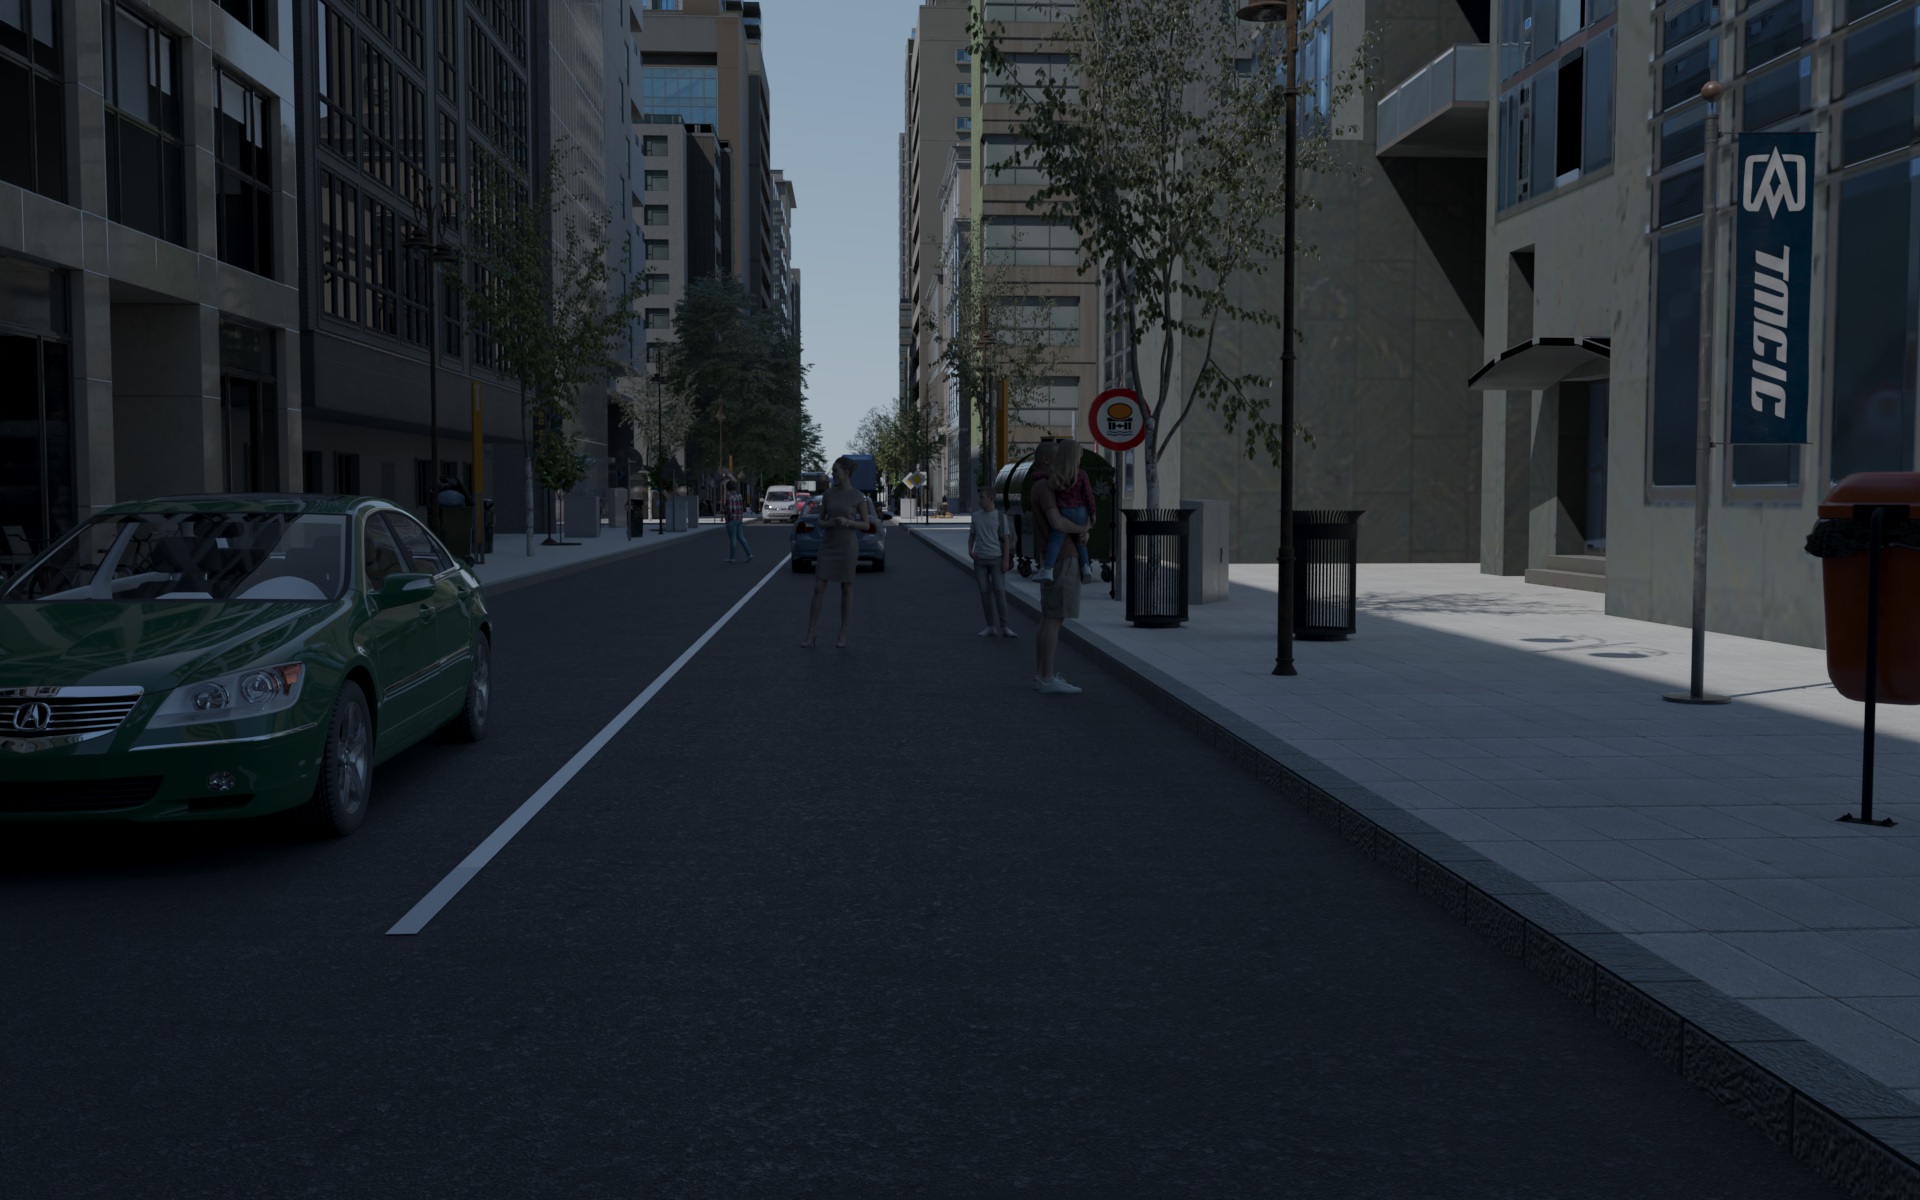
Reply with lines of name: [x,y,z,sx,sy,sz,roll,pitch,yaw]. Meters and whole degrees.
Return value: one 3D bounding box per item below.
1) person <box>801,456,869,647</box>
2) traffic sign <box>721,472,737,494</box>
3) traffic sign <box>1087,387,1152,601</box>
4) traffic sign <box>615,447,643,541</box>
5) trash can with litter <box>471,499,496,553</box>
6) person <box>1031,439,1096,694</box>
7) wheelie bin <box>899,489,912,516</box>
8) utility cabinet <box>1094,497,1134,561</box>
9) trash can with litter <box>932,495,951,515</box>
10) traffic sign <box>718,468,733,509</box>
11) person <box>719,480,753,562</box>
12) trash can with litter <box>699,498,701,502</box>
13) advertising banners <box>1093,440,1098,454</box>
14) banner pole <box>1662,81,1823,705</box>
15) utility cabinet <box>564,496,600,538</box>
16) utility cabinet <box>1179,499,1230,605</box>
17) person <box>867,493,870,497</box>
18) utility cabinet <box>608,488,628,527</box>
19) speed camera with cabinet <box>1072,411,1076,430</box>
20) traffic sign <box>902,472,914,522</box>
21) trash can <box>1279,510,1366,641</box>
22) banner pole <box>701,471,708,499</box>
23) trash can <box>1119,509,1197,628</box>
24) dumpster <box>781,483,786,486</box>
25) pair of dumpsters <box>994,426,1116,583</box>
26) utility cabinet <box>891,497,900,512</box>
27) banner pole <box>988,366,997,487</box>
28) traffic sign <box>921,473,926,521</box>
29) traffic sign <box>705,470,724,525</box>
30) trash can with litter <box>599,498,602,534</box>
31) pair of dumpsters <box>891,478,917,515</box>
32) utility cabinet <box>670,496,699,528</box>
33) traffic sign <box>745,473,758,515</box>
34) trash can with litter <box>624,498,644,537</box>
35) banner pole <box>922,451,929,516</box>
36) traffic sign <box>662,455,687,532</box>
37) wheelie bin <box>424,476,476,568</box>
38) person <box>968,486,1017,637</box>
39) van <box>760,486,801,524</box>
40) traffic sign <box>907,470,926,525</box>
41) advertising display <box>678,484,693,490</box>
person: [-1.170,-0.451,16.214,0.599,1.781,0.374,1,4,14]
traffic sign: [-10.542,-4.605,78.935,0.795,2.450,0.064,0,4,-4]
traffic sign: [1.903,-1.261,20.729,0.768,2.556,0.104,0,4,1]
traffic sign: [-9.019,-2.880,47.195,0.768,2.556,0.104,0,4,1]
trash can with litter: [-10.496,-1.592,37.422,1.055,1.170,0.624,3,5,44]
person: [0.716,-0.250,12.556,0.580,1.828,0.573,3,5,42]
wheelie bin: [-3.074,-5.538,98.450,0.693,1.594,0.980,-1,4,-19]
utility cabinet: [2.979,-1.374,33.635,0.306,1.237,1.020,3,4,37]
trash can with litter: [-0.891,-5.724,104.646,1.678,1.210,2.233,-1,4,-8]
traffic sign: [-11.424,-5.147,84.261,0.768,2.556,0.104,0,4,-2]
person: [-4.734,-1.662,36.514,0.643,1.720,0.563,2,4,28]
trash can with litter: [-17.756,-6.368,115.502,0.624,1.170,1.055,2,4,26]
advertising banners: [4.005,-3.504,53.477,0.090,3.025,2.074,-1,4,-8]
banner pole: [4.795,-1.259,10.606,0.863,3.779,0.401,0,4,2]
utility cabinet: [-11.148,-2.442,51.080,1.020,1.237,0.306,1,4,14]
utility cabinet: [2.908,-0.572,20.517,0.306,1.237,1.020,2,4,26]
person: [-5.255,-5.339,98.393,0.503,1.515,0.523,3,5,39]
utility cabinet: [-13.080,-3.523,66.285,0.318,1.500,1.173,1,4,12]
speed camera with cabinet: [2.105,-2.862,41.133,2.038,3.252,0.660,-1,4,-14]
traffic sign: [-2.262,-4.635,79.423,0.795,2.450,0.064,0,4,-4]
trash can: [3.189,-0.222,15.279,0.748,1.137,0.748,0,3,0]
banner pole: [-16.491,-7.453,111.870,0.401,3.779,0.863,2,4,28]
trash can: [1.906,-0.310,16.728,0.748,1.137,0.748,0,3,0]
dumpster: [-15.108,-8.737,145.339,1.502,2.255,1.985,0,4,-3]
pair of dumpsters: [1.482,-1.502,27.057,1.574,2.255,4.437,0,4,-4]
utility cabinet: [-4.311,-6.763,121.734,1.020,1.237,0.306,1,4,14]
banner pole: [0.653,-2.703,34.217,0.401,3.779,0.863,1,4,12]
traffic sign: [-1.787,-4.821,80.949,0.606,2.300,0.079,0,4,0]
traffic sign: [-10.050,-4.118,70.965,0.795,2.450,0.064,0,4,-4]
trash can with litter: [-11.831,-2.673,55.093,0.624,1.170,1.055,-3,5,-43]
pair of dumpsters: [-3.348,-6.288,105.296,1.574,2.255,4.437,0,4,-4]
utility cabinet: [-10.408,-3.322,65.469,1.020,1.237,0.306,0,4,4]
traffic sign: [-12.834,-6.517,106.661,0.768,2.556,0.104,0,4,0]
trash can with litter: [-9.749,-2.452,51.483,0.624,1.170,1.055,-1,4,-21]
banner pole: [-2.002,-6.833,101.732,0.401,3.779,0.863,2,4,27]
traffic sign: [-9.616,-3.557,58.166,0.884,2.594,0.081,0,4,4]
wheelie bin: [-8.731,-1.331,29.670,0.693,1.594,0.980,-3,5,-42]
person: [0.342,-0.389,17.460,0.503,1.515,0.523,-1,4,-10]
van: [-8.835,-4.800,85.490,2.013,2.044,4.112,0,4,-3]
traffic sign: [-1.771,-4.147,71.453,0.795,2.450,0.064,0,4,-4]
advertising display: [-17.699,-6.519,111.803,0.974,1.923,0.123,1,4,12]
